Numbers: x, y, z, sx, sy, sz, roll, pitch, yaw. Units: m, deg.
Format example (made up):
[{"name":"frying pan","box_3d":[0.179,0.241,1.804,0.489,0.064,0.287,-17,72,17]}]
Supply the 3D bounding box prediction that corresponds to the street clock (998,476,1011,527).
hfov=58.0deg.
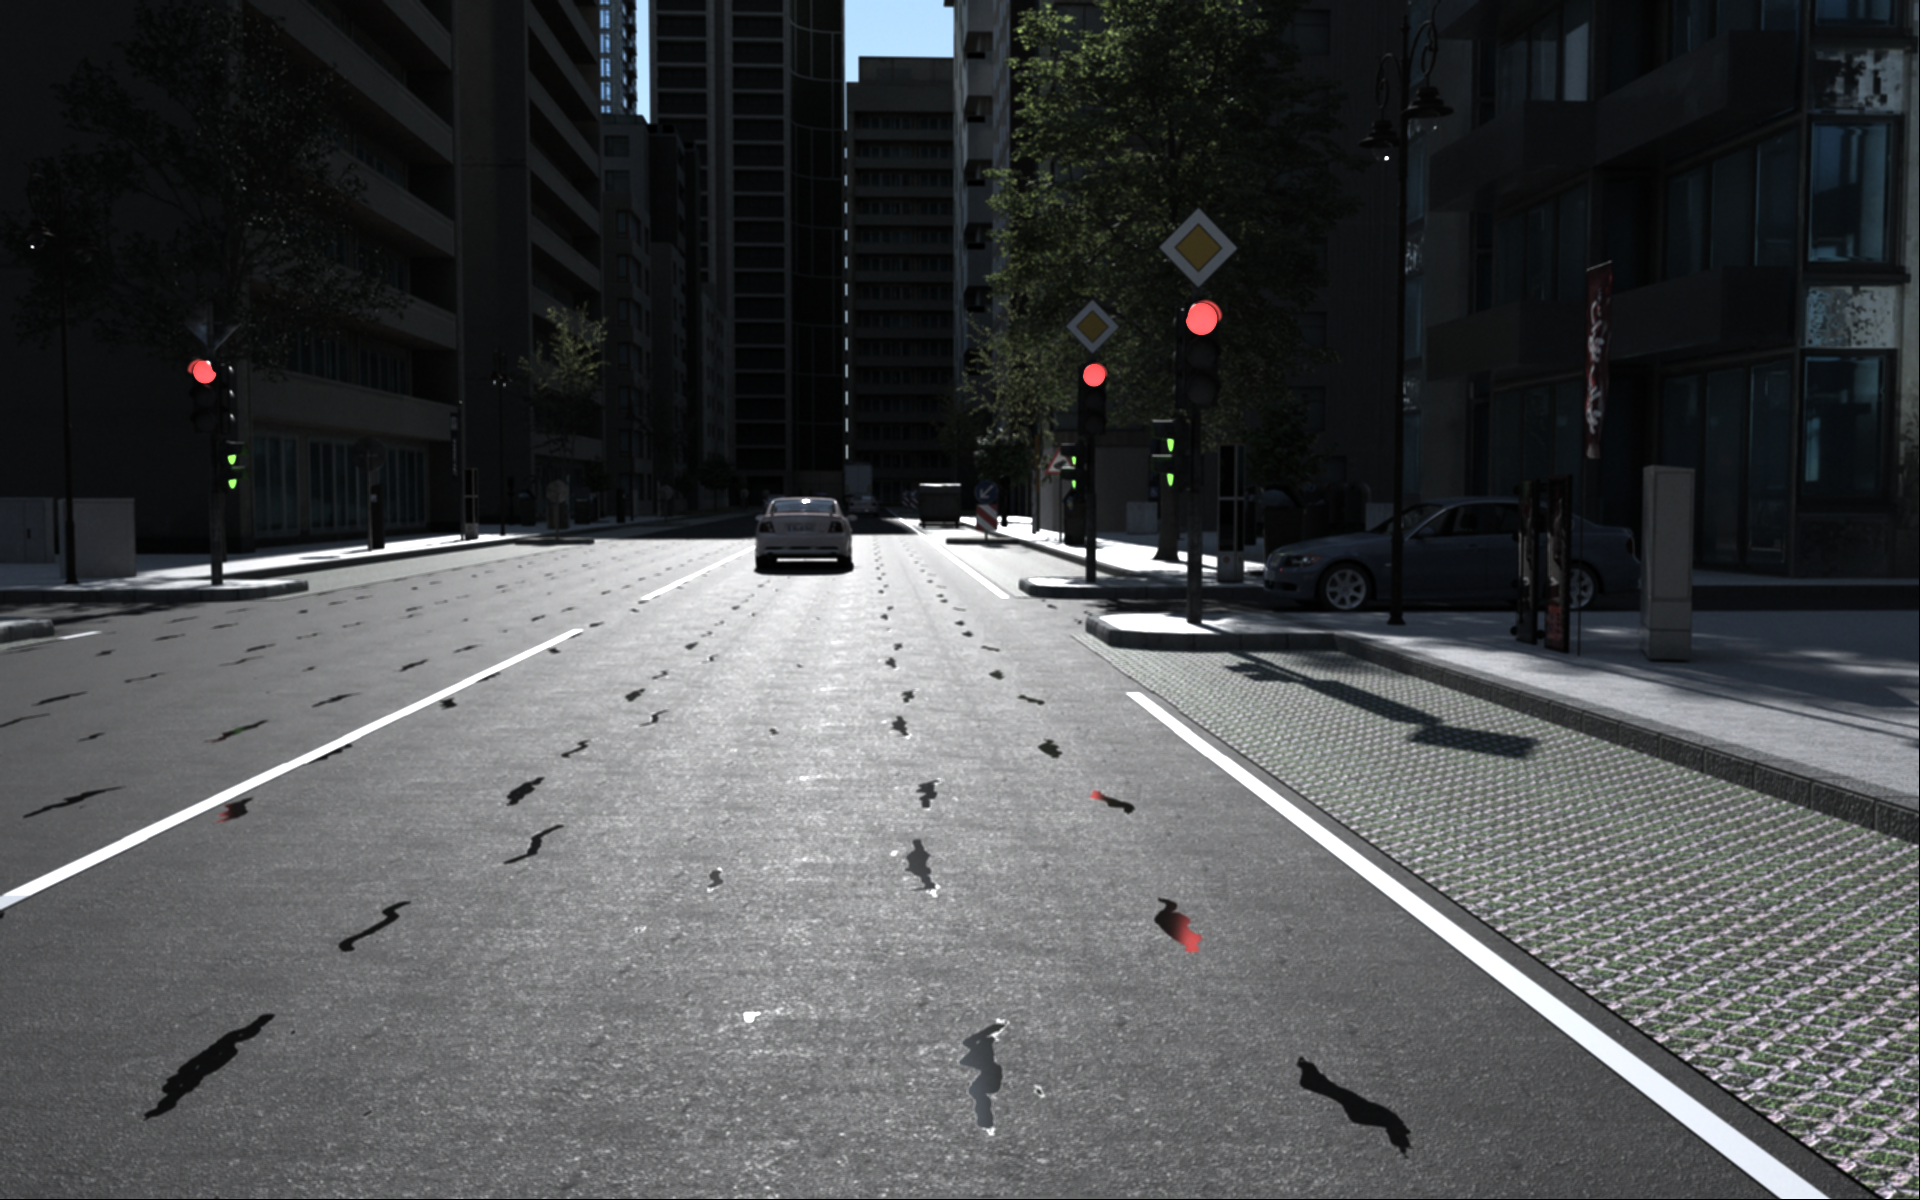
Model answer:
[{"name":"street clock","box_3d":[1.734,-3.864,67.747,0.471,2.002,0.358,-2,4,-30]}]

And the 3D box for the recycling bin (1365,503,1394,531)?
[{"name":"recycling bin","box_3d":[11.835,-2.193,48.411,0.722,1.027,0.722,-2,4,-34]}]

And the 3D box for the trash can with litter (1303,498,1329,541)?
[{"name":"trash can with litter","box_3d":[7.346,-1.392,33.813,2.233,1.210,1.678,0,4,2]}]

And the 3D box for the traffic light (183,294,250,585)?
[{"name":"traffic light","box_3d":[-10.507,-2.171,24.417,0.839,4.253,0.868,0,4,-3]}]

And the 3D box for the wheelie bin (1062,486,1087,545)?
[{"name":"wheelie bin","box_3d":[2.922,-2.194,43.781,0.693,1.594,0.980,0,4,3]}]

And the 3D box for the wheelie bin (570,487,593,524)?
[{"name":"wheelie bin","box_3d":[-16.007,-3.997,73.267,0.980,1.594,0.693,-1,4,-10]}]

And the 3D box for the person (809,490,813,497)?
[{"name":"person","box_3d":[-12.596,-8.450,146.676,0.705,1.821,1.348,0,4,7]}]

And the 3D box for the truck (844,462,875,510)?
[{"name":"truck","box_3d":[-9.199,-10.339,157.960,2.839,4.237,11.283,0,4,-3]}]

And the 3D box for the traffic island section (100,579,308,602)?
[{"name":"traffic island section","box_3d":[-10.547,-0.139,24.550,2.009,0.180,2.903,0,4,-3]}]

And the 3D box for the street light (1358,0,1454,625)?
[{"name":"street light","box_3d":[4.291,-2.696,16.861,0.468,5.910,1.993,0,4,-3]}]

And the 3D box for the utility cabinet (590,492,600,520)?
[{"name":"utility cabinet","box_3d":[-18.258,-4.695,85.441,0.318,1.500,1.173,2,4,25]}]

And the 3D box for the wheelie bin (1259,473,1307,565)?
[{"name":"wheelie bin","box_3d":[4.823,-1.099,25.873,0.693,1.594,0.980,1,4,13]}]

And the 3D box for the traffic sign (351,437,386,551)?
[{"name":"traffic sign","box_3d":[-13.221,-2.363,38.745,0.768,2.556,0.104,0,4,-1]}]

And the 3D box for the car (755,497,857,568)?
[{"name":"car","box_3d":[-3.111,-1.380,34.919,2.083,1.381,4.827,0,4,-3]}]

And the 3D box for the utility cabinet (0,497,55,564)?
[{"name":"utility cabinet","box_3d":[-17.307,-1.275,32.009,1.020,1.237,0.306,0,4,6]}]

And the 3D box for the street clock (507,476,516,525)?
[{"name":"street clock","box_3d":[-18.408,-4.066,71.049,0.358,2.002,0.471,0,4,-7]}]

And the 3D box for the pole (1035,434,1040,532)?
[{"name":"pole","box_3d":[2.637,-3.996,59.177,0.158,3.312,0.155,0,3,0]}]

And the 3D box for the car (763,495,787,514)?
[{"name":"car","box_3d":[-13.619,-7.125,128.856,2.083,1.381,4.827,0,4,-4]}]

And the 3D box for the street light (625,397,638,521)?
[{"name":"street light","box_3d":[-15.671,-6.714,82.567,0.468,5.910,1.993,0,4,-3]}]

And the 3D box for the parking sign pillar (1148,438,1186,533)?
[{"name":"parking sign pillar","box_3d":[6.740,-4.201,57.158,1.447,3.967,1.447,3,4,38]}]

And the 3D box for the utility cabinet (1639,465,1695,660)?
[{"name":"utility cabinet","box_3d":[5.598,-0.307,13.702,0.318,1.500,1.173,1,4,18]}]

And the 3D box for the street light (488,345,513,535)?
[{"name":"street light","box_3d":[-14.223,-4.949,53.709,0.468,5.910,1.993,0,4,-3]}]

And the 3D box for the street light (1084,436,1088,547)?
[{"name":"street light","box_3d":[3.110,-4.225,41.871,0.468,5.910,1.993,0,4,-3]}]

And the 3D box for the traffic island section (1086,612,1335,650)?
[{"name":"traffic island section","box_3d":[2.353,0.309,17.236,2.009,0.180,2.903,0,4,-3]}]

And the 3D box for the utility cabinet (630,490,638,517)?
[{"name":"utility cabinet","box_3d":[-17.853,-5.269,94.823,0.318,1.500,1.173,-1,4,-16]}]

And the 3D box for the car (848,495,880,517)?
[{"name":"car","box_3d":[-6.044,-5.899,108.816,2.083,1.381,4.827,0,4,-2]}]

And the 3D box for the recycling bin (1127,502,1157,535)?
[{"name":"recycling bin","box_3d":[5.768,-2.588,54.865,0.722,1.027,0.722,3,5,44]}]

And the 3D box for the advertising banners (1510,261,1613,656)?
[{"name":"advertising banners","box_3d":[4.889,-1.097,14.125,0.090,3.025,2.074,0,3,0]}]

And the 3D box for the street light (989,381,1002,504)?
[{"name":"street light","box_3d":[1.449,-6.008,71.023,0.468,5.910,1.993,0,4,-3]}]

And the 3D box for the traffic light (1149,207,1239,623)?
[{"name":"traffic light","box_3d":[2.313,-1.725,17.120,0.839,4.253,0.868,0,4,-3]}]

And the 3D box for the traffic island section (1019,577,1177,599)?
[{"name":"traffic island section","box_3d":[1.927,-0.179,25.210,2.009,0.180,2.903,0,4,-3]}]

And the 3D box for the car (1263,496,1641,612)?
[{"name":"car","box_3d":[6.010,-0.573,21.377,4.499,1.417,2.014,0,4,-3]}]

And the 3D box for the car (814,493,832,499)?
[{"name":"car","box_3d":[-12.824,-9.220,160.333,1.945,1.707,3.694,0,4,-1]}]

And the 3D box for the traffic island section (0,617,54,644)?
[{"name":"traffic island section","box_3d":[-10.121,0.349,16.576,2.009,0.180,2.903,0,4,-3]}]

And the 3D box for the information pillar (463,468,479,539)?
[{"name":"information pillar","box_3d":[-13.836,-2.722,49.001,0.304,2.012,0.304,0,4,7]}]

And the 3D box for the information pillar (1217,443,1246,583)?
[{"name":"information pillar","box_3d":[3.917,-1.256,25.030,0.304,2.012,0.304,2,4,33]}]

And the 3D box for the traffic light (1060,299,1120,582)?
[{"name":"traffic light","box_3d":[1.886,-2.212,25.094,0.839,4.253,0.868,0,4,-3]}]

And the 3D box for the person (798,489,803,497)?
[{"name":"person","box_3d":[-14.103,-8.861,153.003,0.705,1.869,1.348,1,4,18]}]

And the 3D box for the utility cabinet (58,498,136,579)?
[{"name":"utility cabinet","box_3d":[-13.202,-0.939,26.507,1.020,1.237,0.306,-3,5,-44]}]

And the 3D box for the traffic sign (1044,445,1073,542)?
[{"name":"traffic sign","box_3d":[2.665,-2.804,45.845,0.884,2.594,0.081,0,4,1]}]

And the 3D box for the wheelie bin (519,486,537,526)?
[{"name":"wheelie bin","box_3d":[-17.352,-3.769,69.534,0.693,1.594,0.980,-1,4,-12]}]

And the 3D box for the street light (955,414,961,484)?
[{"name":"street light","box_3d":[-0.103,-7.774,99.890,0.468,5.910,1.993,0,4,-3]}]

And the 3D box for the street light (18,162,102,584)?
[{"name":"street light","box_3d":[-12.680,-3.166,24.546,0.468,5.910,1.993,0,4,-3]}]
